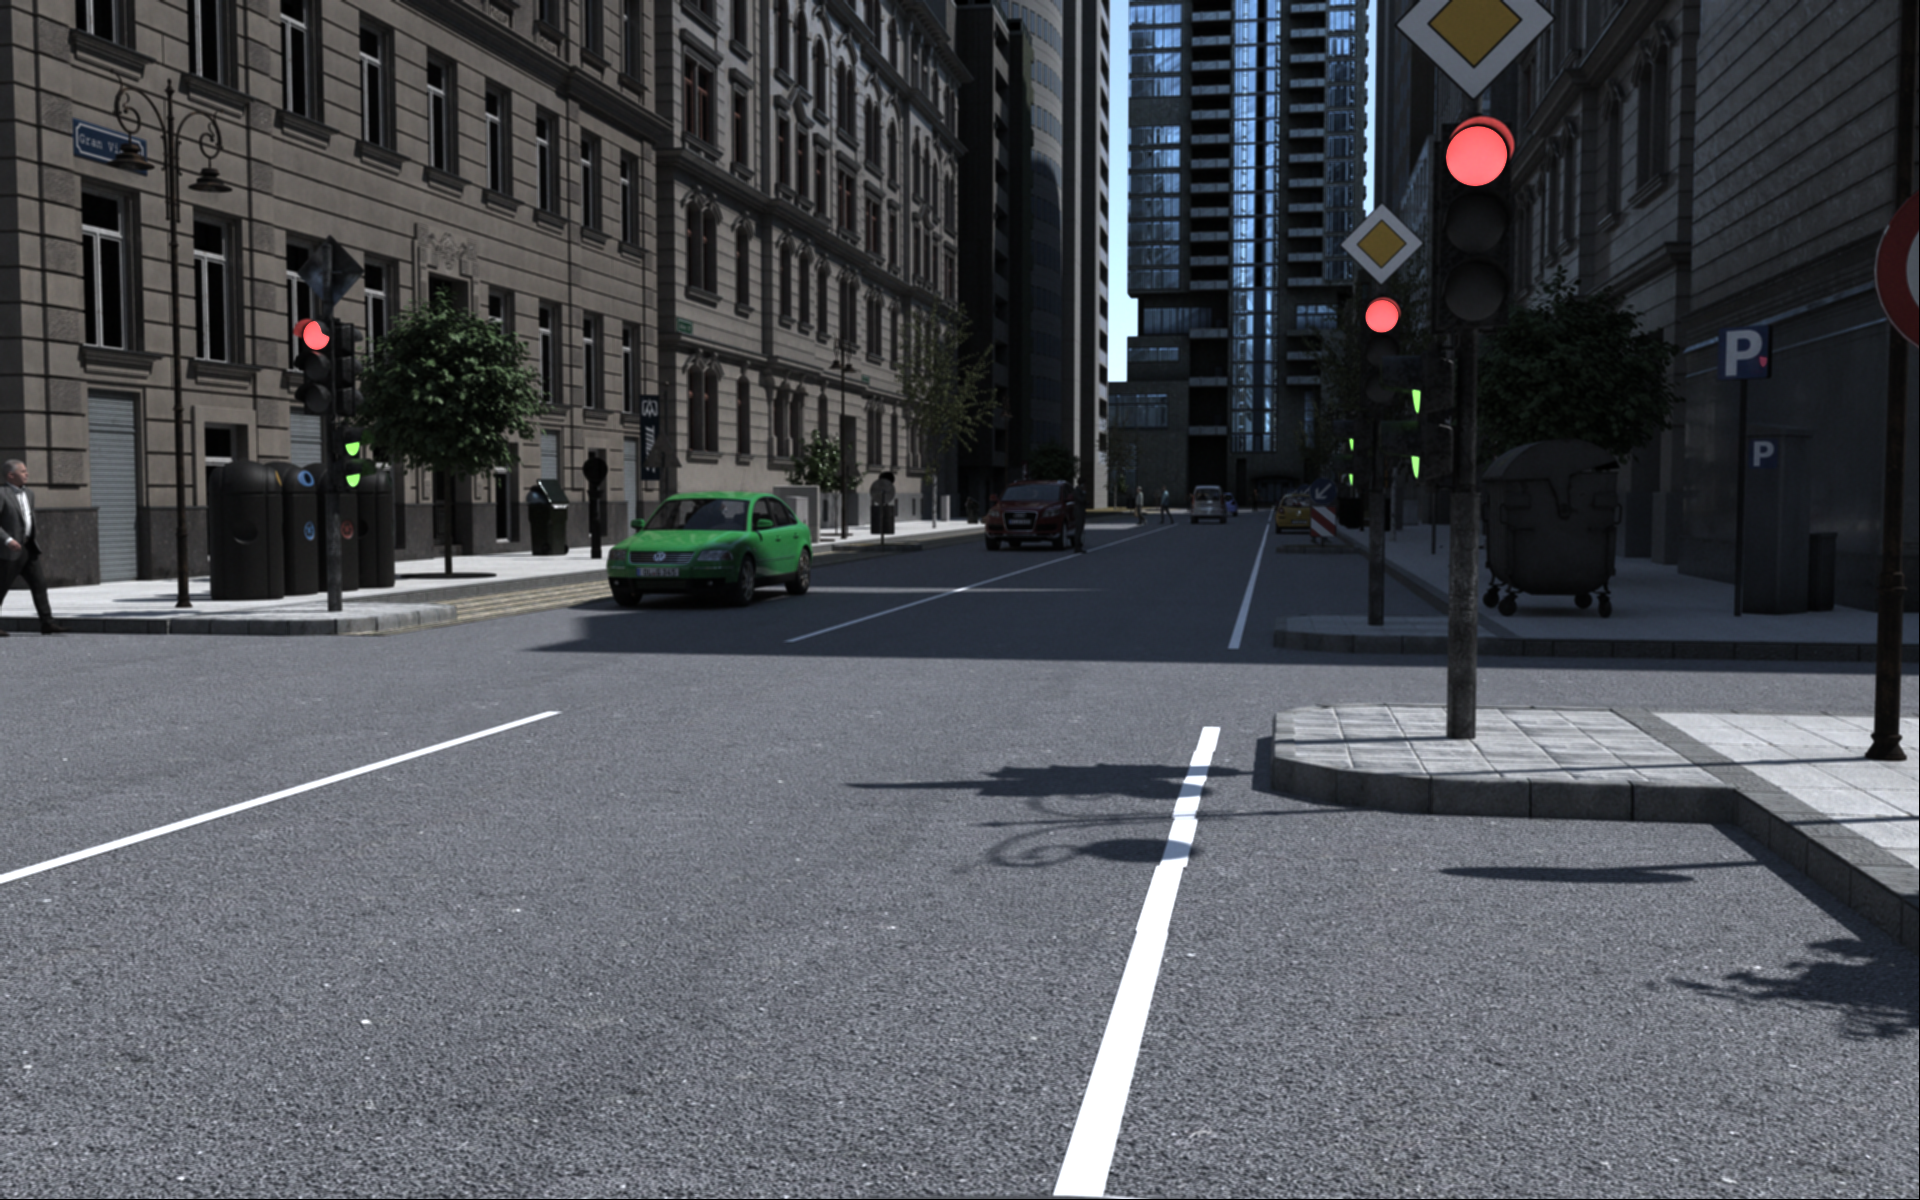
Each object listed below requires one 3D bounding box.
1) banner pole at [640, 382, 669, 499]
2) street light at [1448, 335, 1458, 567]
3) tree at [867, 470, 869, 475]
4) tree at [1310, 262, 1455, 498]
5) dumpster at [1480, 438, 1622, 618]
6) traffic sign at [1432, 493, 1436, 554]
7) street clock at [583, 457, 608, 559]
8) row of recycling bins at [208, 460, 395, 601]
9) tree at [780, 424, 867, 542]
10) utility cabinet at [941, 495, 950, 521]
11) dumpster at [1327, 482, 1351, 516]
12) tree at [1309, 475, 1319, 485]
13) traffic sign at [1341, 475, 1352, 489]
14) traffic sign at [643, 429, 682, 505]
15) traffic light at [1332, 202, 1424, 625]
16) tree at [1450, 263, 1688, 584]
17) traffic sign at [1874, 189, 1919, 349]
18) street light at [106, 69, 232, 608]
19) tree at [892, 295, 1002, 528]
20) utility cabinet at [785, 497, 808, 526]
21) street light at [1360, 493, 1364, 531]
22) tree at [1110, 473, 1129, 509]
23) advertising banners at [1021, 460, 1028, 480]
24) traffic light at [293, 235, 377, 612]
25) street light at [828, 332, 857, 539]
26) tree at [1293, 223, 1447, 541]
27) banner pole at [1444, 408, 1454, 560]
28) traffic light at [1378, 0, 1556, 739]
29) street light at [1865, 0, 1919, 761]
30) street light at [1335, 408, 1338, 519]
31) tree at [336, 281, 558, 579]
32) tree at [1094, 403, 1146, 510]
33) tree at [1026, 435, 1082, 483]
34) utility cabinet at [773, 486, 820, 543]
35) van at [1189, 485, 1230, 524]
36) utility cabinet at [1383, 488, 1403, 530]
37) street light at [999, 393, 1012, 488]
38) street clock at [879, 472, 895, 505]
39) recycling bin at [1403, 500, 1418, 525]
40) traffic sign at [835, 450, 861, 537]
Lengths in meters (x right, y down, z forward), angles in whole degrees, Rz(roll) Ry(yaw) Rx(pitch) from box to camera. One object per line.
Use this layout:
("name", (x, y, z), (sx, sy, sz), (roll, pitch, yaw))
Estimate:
("banner pole", (-6.745, -2.970, 38.577), (0.863, 3.779, 0.401), (-2, 4, -32))
("street light", (8.679, -3.517, 30.286), (0.468, 5.910, 1.993), (1, 4, 10))
("tree", (-3.848, -3.600, 53.469), (1.663, 3.219, 1.824), (0, 3, 0))
("tree", (13.281, -6.387, 54.788), (4.360, 8.622, 3.978), (0, 3, 0))
("dumpster", (6.374, -0.793, 18.724), (1.264, 1.857, 1.865), (1, 4, 10))
("traffic sign", (10.110, -2.250, 36.901), (0.768, 2.556, 0.104), (1, 4, 11))
("street clock", (-7.223, -1.821, 34.338), (0.471, 2.002, 0.358), (-1, 4, -18))
("row of recycling bins", (-8.518, -0.940, 22.476), (1.069, 1.692, 3.534), (1, 4, 11))
("tree", (-3.830, -3.210, 47.088), (1.663, 3.219, 1.824), (0, 3, 0))
("utility cabinet", (-0.700, -4.320, 81.790), (0.306, 1.237, 1.020), (1, 4, 8))
("dumpster", (18.480, -4.832, 84.757), (1.264, 1.857, 1.865), (1, 4, 10))
("tree", (32.247, -10.015, 158.354), (1.663, 3.219, 1.824), (0, 3, 0))
("traffic sign", (20.027, -5.353, 89.653), (0.606, 2.300, 0.079), (1, 4, 11))
("traffic sign", (-5.983, -2.125, 34.754), (0.884, 2.594, 0.081), (1, 4, 20))
("traffic light", (4.059, -1.709, 16.868), (0.839, 4.253, 0.868), (1, 4, 10))
("tree", (8.562, -2.517, 24.860), (4.285, 4.588, 4.351), (0, 3, 0))
("traffic sign", (3.990, -0.411, 6.820), (0.768, 2.556, 0.104), (1, 4, 18))
("street light", (-8.795, -2.854, 19.444), (0.468, 5.910, 1.993), (1, 4, 10))
("tree", (-0.759, -7.020, 65.133), (4.737, 8.622, 4.395), (0, 3, 0))
("utility cabinet", (-4.073, -1.970, 43.365), (0.306, 1.237, 1.020), (1, 4, 12))
("street light", (13.922, -5.322, 59.800), (0.468, 5.910, 1.993), (1, 4, 10))
("tree", (13.549, -9.195, 144.938), (1.663, 3.219, 1.824), (0, 3, 0))
("advertising banners", (3.896, -5.717, 89.659), (2.074, 3.025, 0.090), (-3, 5, -40))
("traffic light", (-6.825, -1.830, 18.836), (0.839, 4.253, 0.868), (1, 4, 10))
("street light", (-3.340, -4.690, 49.477), (0.468, 5.910, 1.993), (1, 4, 10))
("tree", (11.707, -5.927, 47.270), (4.737, 8.622, 4.395), (0, 3, 0))
("banner pole", (9.615, -2.679, 33.818), (0.401, 3.779, 0.863), (-2, 4, -34))
("traffic light", (2.622, -1.229, 9.013), (0.839, 4.253, 0.868), (1, 4, 10))
("street light", (4.493, -2.167, 8.226), (0.468, 5.910, 1.993), (1, 4, 10))
("street light", (19.400, -7.124, 89.272), (0.468, 5.910, 1.993), (1, 4, 10))
("tree", (-7.855, -2.631, 26.735), (4.285, 4.588, 4.351), (0, 3, 0))
("tree", (12.664, -11.574, 139.596), (4.360, 8.622, 3.978), (0, 3, 0))
("tree", (5.003, -6.833, 95.439), (4.285, 4.588, 4.351), (0, 3, 0))
("utility cabinet", (-4.236, -2.214, 44.874), (1.173, 1.500, 0.318), (1, 4, 8))
("van", (12.206, -4.763, 84.884), (2.013, 2.044, 4.112), (1, 4, 10))
("utility cabinet", (15.294, -3.235, 61.575), (1.173, 1.500, 0.318), (-3, 5, -44))
("street light", (2.107, -6.500, 79.068), (0.468, 5.910, 1.993), (1, 4, 10))
("street clock", (-2.359, -3.130, 55.753), (0.471, 2.002, 0.358), (-2, 4, -29))
("recycling bin", (18.357, -3.577, 71.045), (0.722, 1.027, 0.722), (0, 4, 0))
("traffic sign", (-3.359, -3.139, 51.330), (0.884, 2.594, 0.081), (1, 4, 14))
